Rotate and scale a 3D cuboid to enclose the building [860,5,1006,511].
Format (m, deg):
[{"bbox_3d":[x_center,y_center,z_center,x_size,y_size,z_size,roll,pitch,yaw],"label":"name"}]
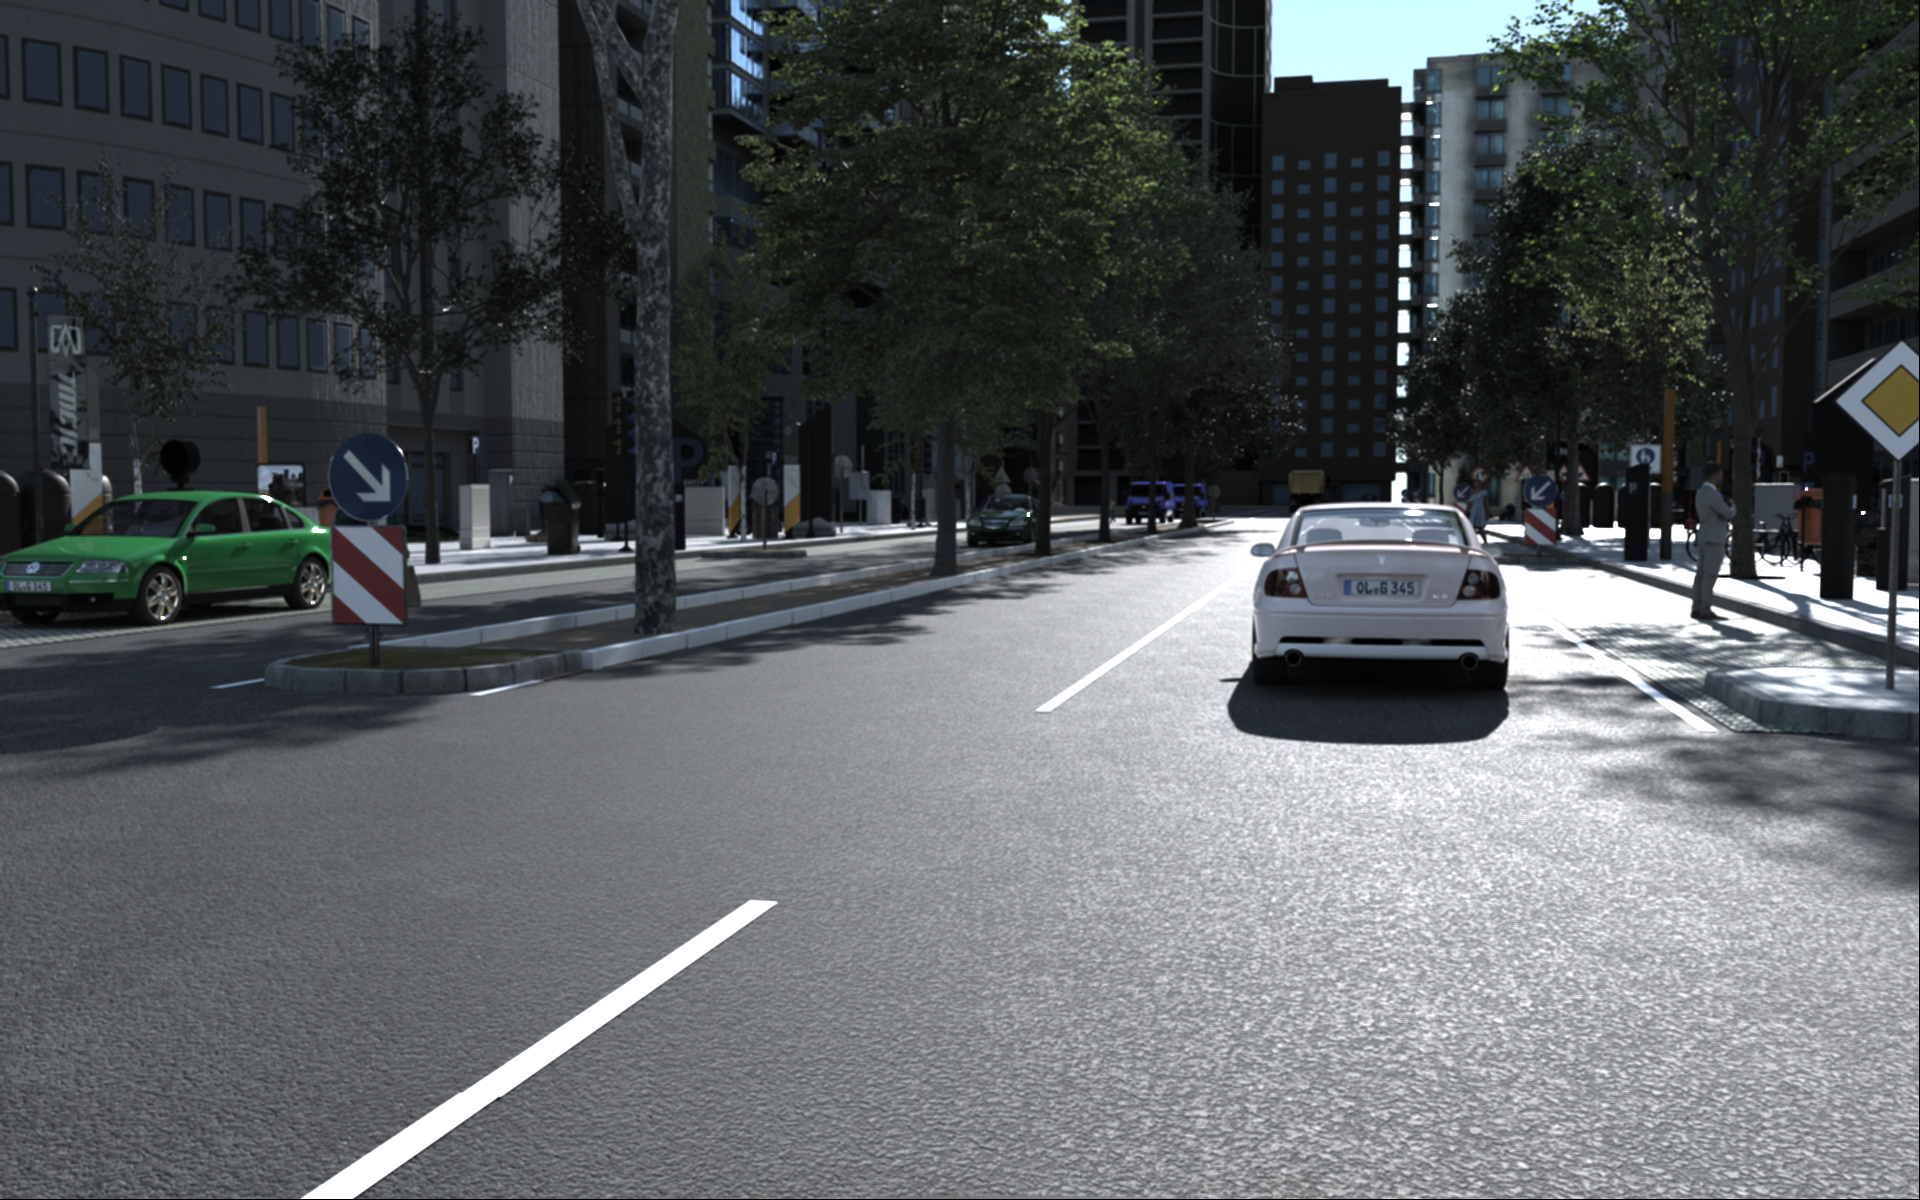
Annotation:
[{"bbox_3d":[-11.602,-33.781,141.562,27.495,52.752,28.713,1,4,13],"label":"building"}]

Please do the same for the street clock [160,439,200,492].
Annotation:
[{"bbox_3d":[-10.385,-1.134,23.108,0.471,2.002,0.358,1,4,18],"label":"street clock"}]

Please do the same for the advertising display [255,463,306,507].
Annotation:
[{"bbox_3d":[-14.188,-1.896,36.218,0.974,1.923,0.123,-1,4,-14],"label":"advertising display"}]

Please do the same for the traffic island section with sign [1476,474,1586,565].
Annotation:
[{"bbox_3d":[11.752,-1.653,35.650,1.989,1.847,2.006,1,4,13],"label":"traffic island section with sign"}]

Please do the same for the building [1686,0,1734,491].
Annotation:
[{"bbox_3d":[51.702,-25.745,104.525,14.154,41.232,14.086,1,4,13],"label":"building"}]

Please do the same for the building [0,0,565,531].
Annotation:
[{"bbox_3d":[-28.060,-31.157,51.414,21.231,58.520,28.212,1,4,13],"label":"building"}]

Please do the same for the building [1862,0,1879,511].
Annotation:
[{"bbox_3d":[46.697,-26.933,64.058,21.300,48.544,21.600,1,4,13],"label":"building"}]

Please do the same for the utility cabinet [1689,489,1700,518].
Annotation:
[{"bbox_3d":[33.606,-4.261,78.343,1.173,1.500,0.318,2,4,26],"label":"utility cabinet"}]

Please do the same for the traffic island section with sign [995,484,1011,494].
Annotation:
[{"bbox_3d":[1.582,-3.494,65.751,1.989,1.847,2.006,1,4,13],"label":"traffic island section with sign"}]

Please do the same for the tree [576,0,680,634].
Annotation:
[{"bbox_3d":[-4.121,-9.782,18.282,12.611,20.169,13.585,0,3,0],"label":"tree"}]

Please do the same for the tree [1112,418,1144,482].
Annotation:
[{"bbox_3d":[12.691,-10.632,124.198,4.360,8.622,3.978,0,3,0],"label":"tree"}]

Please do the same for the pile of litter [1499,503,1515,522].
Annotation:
[{"bbox_3d":[26.651,-4.235,83.210,1.719,0.858,1.176,-1,4,-9],"label":"pile of litter"}]

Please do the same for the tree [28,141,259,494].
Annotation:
[{"bbox_3d":[-17.513,-5.315,37.271,4.360,8.622,3.978,0,3,0],"label":"tree"}]

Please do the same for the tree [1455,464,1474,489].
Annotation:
[{"bbox_3d":[31.538,-6.977,108.675,1.663,3.219,1.824,0,3,0],"label":"tree"}]

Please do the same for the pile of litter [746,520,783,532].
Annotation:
[{"bbox_3d":[-6.688,-2.706,58.211,1.719,0.858,1.176,-2,4,-29],"label":"pile of litter"}]

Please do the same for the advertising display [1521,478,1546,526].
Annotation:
[{"bbox_3d":[23.302,-3.984,70.350,0.974,1.923,0.123,0,4,-3],"label":"advertising display"}]

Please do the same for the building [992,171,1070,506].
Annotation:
[{"bbox_3d":[2.091,-35.251,200.050,21.600,48.544,21.300,1,4,13],"label":"building"}]

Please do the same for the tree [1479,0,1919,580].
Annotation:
[{"bbox_3d":[11.858,-6.139,26.130,9.928,11.665,9.643,0,3,0],"label":"tree"}]

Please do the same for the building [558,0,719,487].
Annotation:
[{"bbox_3d":[-20.388,-24.247,80.034,14.154,41.232,14.086,1,4,13],"label":"building"}]

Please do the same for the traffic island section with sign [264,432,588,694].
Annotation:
[{"bbox_3d":[-4.237,-0.325,13.443,2.006,1.907,1.989,1,4,13],"label":"traffic island section with sign"}]

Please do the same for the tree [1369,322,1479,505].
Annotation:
[{"bbox_3d":[34.278,-13.032,123.441,12.009,13.543,11.850,0,3,0],"label":"tree"}]

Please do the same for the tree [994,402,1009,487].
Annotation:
[{"bbox_3d":[0.352,-7.648,75.403,4.737,8.622,4.395,0,3,0],"label":"tree"}]

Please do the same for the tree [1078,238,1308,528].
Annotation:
[{"bbox_3d":[9.647,-9.366,72.602,9.611,12.733,9.660,0,3,0],"label":"tree"}]

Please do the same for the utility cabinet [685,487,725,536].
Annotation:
[{"bbox_3d":[-7.757,-2.691,52.679,1.173,1.500,0.318,0,4,4],"label":"utility cabinet"}]

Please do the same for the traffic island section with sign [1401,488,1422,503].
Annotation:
[{"bbox_3d":[29.112,-6.252,110.847,1.989,1.847,2.006,1,4,13],"label":"traffic island section with sign"}]

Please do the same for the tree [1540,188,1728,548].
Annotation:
[{"bbox_3d":[16.033,-5.529,40.769,4.360,8.622,3.978,0,3,0],"label":"tree"}]

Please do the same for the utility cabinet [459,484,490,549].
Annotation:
[{"bbox_3d":[-11.285,-1.931,40.246,0.318,1.500,1.173,0,4,5],"label":"utility cabinet"}]

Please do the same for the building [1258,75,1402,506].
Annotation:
[{"bbox_3d":[40.205,-32.911,188.197,14.200,45.320,14.600,1,4,13],"label":"building"}]

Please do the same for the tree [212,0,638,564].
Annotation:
[{"bbox_3d":[-9.677,-5.971,32.039,8.767,10.594,7.601,0,4,7],"label":"tree"}]

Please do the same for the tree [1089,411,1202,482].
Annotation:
[{"bbox_3d":[14.557,-12.258,134.833,8.767,10.594,7.601,-1,4,-11],"label":"tree"}]

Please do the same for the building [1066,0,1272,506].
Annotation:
[{"bbox_3d":[23.857,-46.221,193.963,20.611,71.187,20.563,1,4,13],"label":"building"}]

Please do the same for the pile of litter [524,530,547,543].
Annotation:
[{"bbox_3d":[-11.119,-1.989,46.485,1.176,0.858,1.719,0,4,-3],"label":"pile of litter"}]

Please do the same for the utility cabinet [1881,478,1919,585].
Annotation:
[{"bbox_3d":[13.478,-0.946,24.139,0.318,1.500,1.173,-2,4,-31],"label":"utility cabinet"}]

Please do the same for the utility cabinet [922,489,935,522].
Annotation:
[{"bbox_3d":[-1.460,-4.256,78.271,0.318,1.500,1.173,1,4,16],"label":"utility cabinet"}]

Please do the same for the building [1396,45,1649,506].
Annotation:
[{"bbox_3d":[62.865,-34.702,186.986,30.456,49.044,23.786,1,4,13],"label":"building"}]

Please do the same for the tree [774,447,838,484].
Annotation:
[{"bbox_3d":[-7.975,-6.501,90.009,4.285,4.588,4.351,0,3,0],"label":"tree"}]

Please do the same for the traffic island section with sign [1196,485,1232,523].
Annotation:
[{"bbox_3d":[12.648,-4.803,86.667,2.006,1.907,1.989,1,4,13],"label":"traffic island section with sign"}]

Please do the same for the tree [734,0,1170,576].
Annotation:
[{"bbox_3d":[-0.264,-6.715,30.382,7.486,12.596,7.792,0,3,0],"label":"tree"}]

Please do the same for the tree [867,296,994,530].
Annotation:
[{"bbox_3d":[-1.647,-6.833,62.078,4.737,8.622,4.395,0,3,0],"label":"tree"}]

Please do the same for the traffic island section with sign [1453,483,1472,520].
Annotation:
[{"bbox_3d":[17.813,-3.259,61.918,1.989,1.847,2.006,1,4,13],"label":"traffic island section with sign"}]

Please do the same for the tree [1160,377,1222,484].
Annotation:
[{"bbox_3d":[21.845,-15.754,164.236,9.857,13.997,8.962,0,3,0],"label":"tree"}]

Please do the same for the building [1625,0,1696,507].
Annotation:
[{"bbox_3d":[63.719,-32.715,124.132,28.713,52.752,27.495,1,4,13],"label":"building"}]

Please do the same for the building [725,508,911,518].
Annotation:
[{"bbox_3d":[-15.923,-48.654,108.166,22.319,86.520,31.000,1,4,13],"label":"building"}]

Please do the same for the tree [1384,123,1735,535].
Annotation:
[{"bbox_3d":[19.167,-8.373,53.906,9.611,12.733,9.660,0,3,0],"label":"tree"}]

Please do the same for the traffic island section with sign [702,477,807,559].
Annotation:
[{"bbox_3d":[-4.556,-1.865,39.117,1.989,1.847,2.006,1,4,13],"label":"traffic island section with sign"}]

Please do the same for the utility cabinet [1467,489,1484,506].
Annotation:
[{"bbox_3d":[24.350,-4.470,81.761,0.318,1.500,1.173,3,5,44],"label":"utility cabinet"}]

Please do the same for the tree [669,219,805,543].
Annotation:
[{"bbox_3d":[-5.921,-5.812,45.389,4.737,8.622,4.395,0,3,0],"label":"tree"}]

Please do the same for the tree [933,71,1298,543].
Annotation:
[{"bbox_3d":[4.238,-8.405,50.242,12.009,13.543,11.850,0,3,0],"label":"tree"}]

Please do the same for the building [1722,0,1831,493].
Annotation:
[{"bbox_3d":[49.209,-26.934,90.487,14.600,45.320,14.200,1,4,13],"label":"building"}]

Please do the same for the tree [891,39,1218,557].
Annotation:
[{"bbox_3d":[1.994,-6.805,39.479,9.928,11.665,9.643,0,3,0],"label":"tree"}]

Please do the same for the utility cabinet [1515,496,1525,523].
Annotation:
[{"bbox_3d":[24.807,-3.944,75.640,1.020,1.237,0.306,1,4,13],"label":"utility cabinet"}]

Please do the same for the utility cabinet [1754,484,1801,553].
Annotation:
[{"bbox_3d":[17.874,-1.780,37.789,0.318,1.500,1.173,-1,4,-16],"label":"utility cabinet"}]

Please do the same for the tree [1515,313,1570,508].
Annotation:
[{"bbox_3d":[22.020,-7.113,66.661,4.737,8.622,4.395,0,3,0],"label":"tree"}]
